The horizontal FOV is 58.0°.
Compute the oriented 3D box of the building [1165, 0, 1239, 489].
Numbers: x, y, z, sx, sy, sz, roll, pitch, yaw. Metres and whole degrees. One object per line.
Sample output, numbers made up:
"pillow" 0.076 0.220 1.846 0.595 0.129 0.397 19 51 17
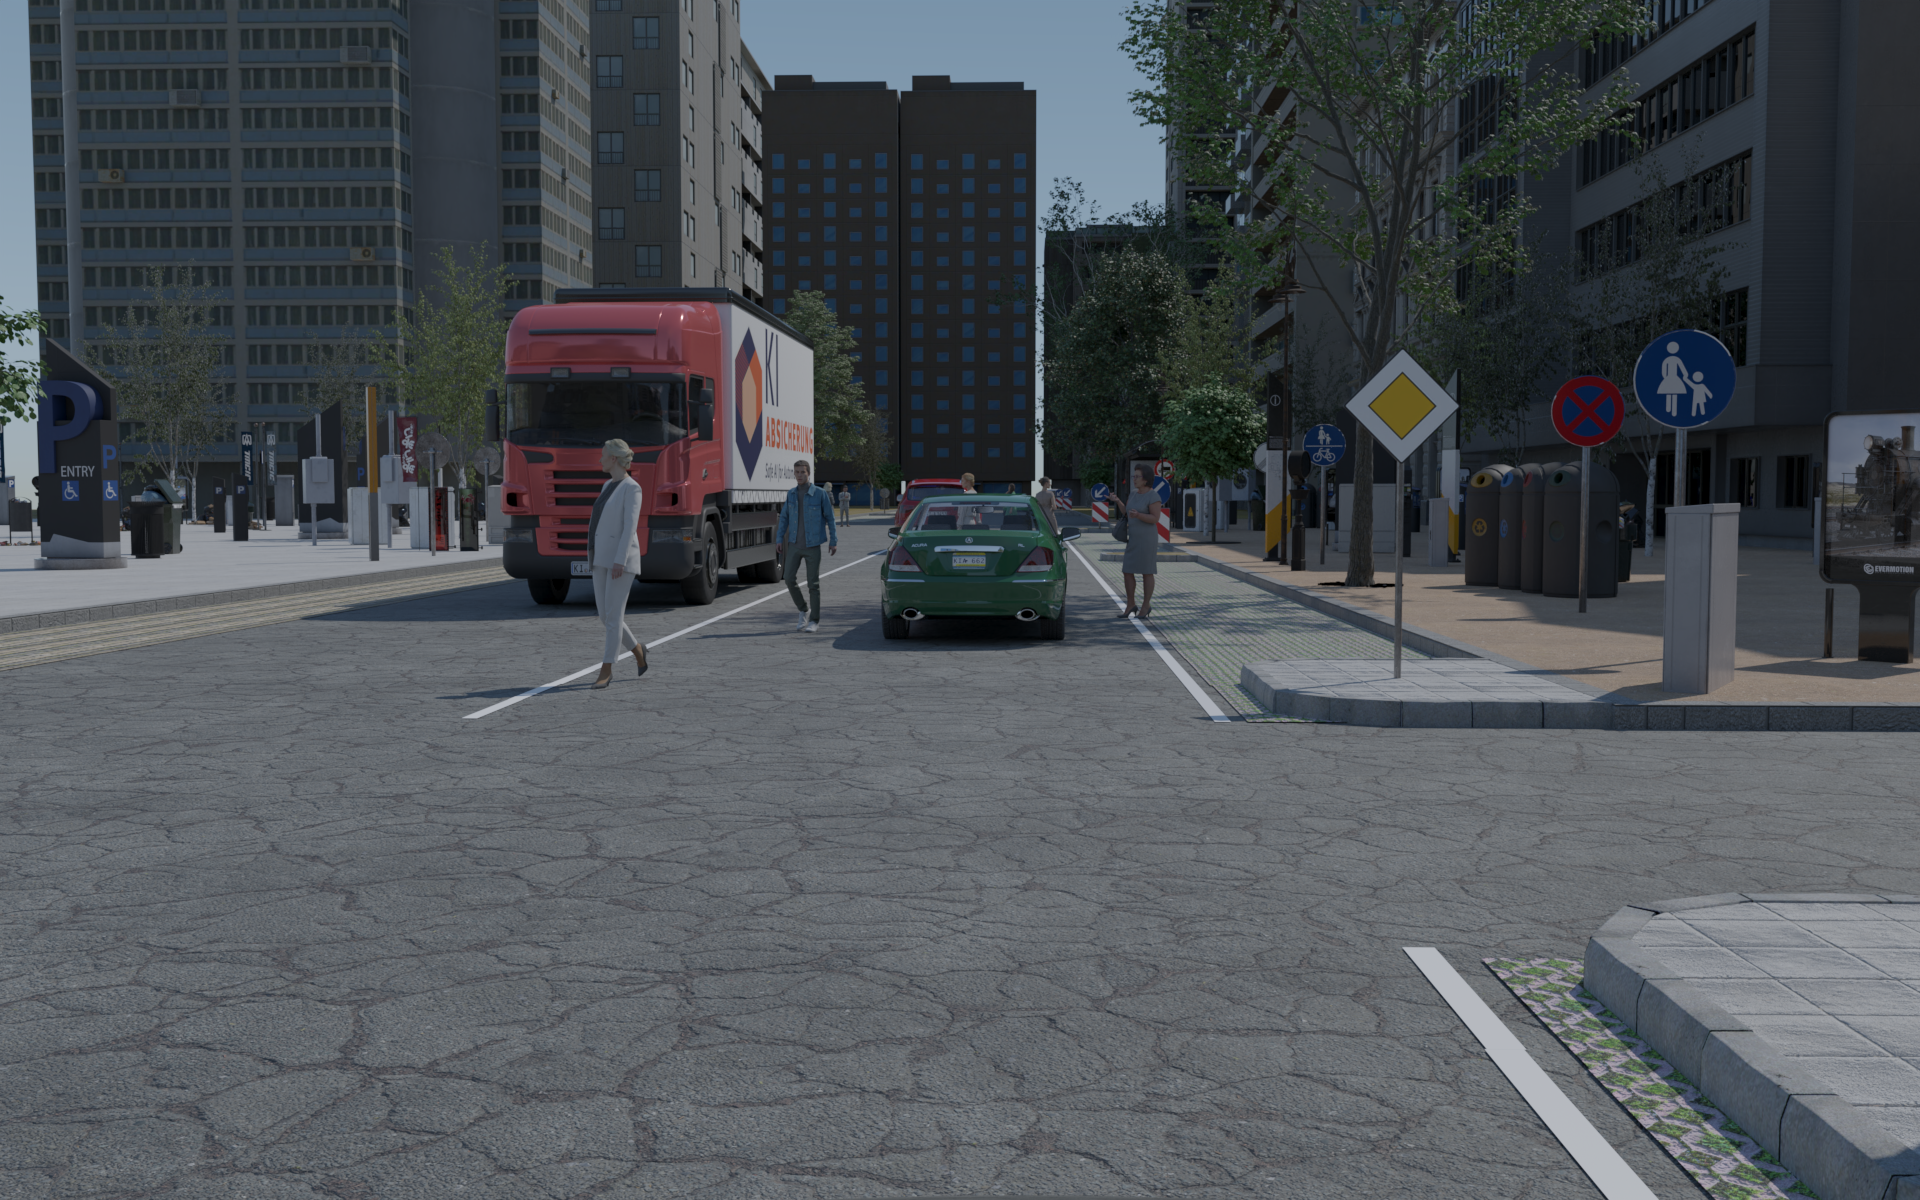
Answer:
"building" 33.531 -45.975 189.942 20.611 71.187 20.563 0 4 2

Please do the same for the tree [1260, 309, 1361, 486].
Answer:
"tree" 14.076 -7.266 69.158 4.360 8.622 3.978 0 3 0

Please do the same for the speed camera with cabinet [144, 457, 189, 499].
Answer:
"speed camera with cabinet" -39.418 -5.606 85.989 0.660 3.252 2.038 3 4 36

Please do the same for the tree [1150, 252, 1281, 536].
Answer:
"tree" 7.644 -6.277 52.993 4.737 8.622 4.395 0 3 0

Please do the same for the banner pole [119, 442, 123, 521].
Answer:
"banner pole" -40.640 -5.722 83.579 0.401 3.779 0.863 1 4 11

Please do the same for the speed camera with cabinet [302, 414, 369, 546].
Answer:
"speed camera with cabinet" -15.405 -3.009 43.537 2.038 3.252 0.660 -2 4 -28

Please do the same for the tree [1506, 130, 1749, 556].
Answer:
"tree" 14.188 -5.222 35.741 4.360 8.622 3.978 0 3 0

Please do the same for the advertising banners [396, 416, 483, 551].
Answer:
"advertising banners" -11.709 -2.614 38.926 2.074 3.025 0.090 1 4 13

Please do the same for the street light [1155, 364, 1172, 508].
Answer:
"street light" 6.872 -5.258 58.759 0.468 5.910 1.993 0 4 2

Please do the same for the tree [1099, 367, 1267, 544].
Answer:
"tree" 6.536 -3.753 45.082 4.285 4.588 4.351 0 3 0

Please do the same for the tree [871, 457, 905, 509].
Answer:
"tree" -6.523 -10.400 153.747 4.285 4.588 4.351 0 3 0

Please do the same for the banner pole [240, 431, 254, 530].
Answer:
"banner pole" -24.959 -4.343 61.026 0.401 3.779 0.863 2 4 29

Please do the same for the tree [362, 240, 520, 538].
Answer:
"tree" -14.609 -6.088 49.909 4.737 8.622 4.395 0 3 0

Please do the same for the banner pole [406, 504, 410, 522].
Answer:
"banner pole" -25.707 -5.561 80.931 0.401 3.779 0.863 2 4 24

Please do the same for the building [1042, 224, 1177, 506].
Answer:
"building" 16.025 -25.484 188.362 14.107 30.474 14.160 0 4 2

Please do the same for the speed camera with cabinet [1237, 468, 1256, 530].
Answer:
"speed camera with cabinet" 9.578 -4.149 62.172 2.038 3.252 0.660 3 4 38

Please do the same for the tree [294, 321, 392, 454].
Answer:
"tree" -26.613 -7.586 74.390 4.360 8.622 3.978 0 3 0

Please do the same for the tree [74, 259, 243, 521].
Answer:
"tree" -24.717 -6.319 53.685 4.360 8.622 3.978 0 3 0

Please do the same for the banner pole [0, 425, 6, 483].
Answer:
"banner pole" -27.059 -3.576 48.492 0.401 3.779 0.863 1 4 18

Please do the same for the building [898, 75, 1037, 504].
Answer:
"building" 1.132 -32.939 188.666 14.200 45.320 14.600 0 4 2

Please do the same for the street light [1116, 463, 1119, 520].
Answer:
"street light" 7.820 -6.913 85.816 0.468 5.910 1.993 0 4 2

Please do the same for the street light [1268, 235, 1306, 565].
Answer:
"street light" 5.854 -3.569 31.141 0.468 5.910 1.993 0 4 2

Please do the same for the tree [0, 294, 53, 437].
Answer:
"tree" -11.972 -2.156 18.967 4.285 4.588 4.351 0 3 0

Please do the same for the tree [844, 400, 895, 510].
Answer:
"tree" -7.035 -11.308 135.244 4.360 8.622 3.978 0 3 0

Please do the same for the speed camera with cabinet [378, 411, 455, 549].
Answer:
"speed camera with cabinet" -12.807 -2.846 40.871 2.038 3.252 0.660 2 4 35

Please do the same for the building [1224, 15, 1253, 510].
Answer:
"building" 32.848 -31.546 135.386 23.786 49.044 30.456 0 4 2

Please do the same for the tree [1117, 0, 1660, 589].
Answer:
"tree" 5.722 -5.989 23.680 9.928 11.665 9.643 0 3 0

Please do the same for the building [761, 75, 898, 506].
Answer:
"building" -13.364 -32.928 188.478 14.200 45.320 14.600 0 4 2

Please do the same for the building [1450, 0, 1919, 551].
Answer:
"building" 25.078 -14.204 51.304 14.314 24.678 30.058 0 4 2

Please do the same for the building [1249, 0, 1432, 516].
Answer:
"building" 30.482 -29.712 109.493 21.300 48.544 21.600 0 4 2

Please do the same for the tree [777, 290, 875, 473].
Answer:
"tree" -8.601 -10.889 96.159 7.486 12.596 7.792 0 3 0

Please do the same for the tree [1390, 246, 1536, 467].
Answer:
"tree" 14.918 -6.209 51.880 4.737 8.622 4.395 0 3 0

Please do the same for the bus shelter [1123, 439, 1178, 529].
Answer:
"bus shelter" 7.446 -4.462 66.872 2.014 3.302 5.546 0 4 2

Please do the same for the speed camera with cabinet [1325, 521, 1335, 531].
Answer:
"speed camera with cabinet" 13.230 -4.063 60.765 0.660 3.252 2.038 0 4 -5

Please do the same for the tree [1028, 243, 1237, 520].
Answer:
"tree" 7.795 -9.929 79.340 9.611 12.733 9.660 0 3 0

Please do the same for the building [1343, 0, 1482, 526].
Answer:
"building" 24.023 -15.136 76.351 11.050 23.489 19.941 0 4 2

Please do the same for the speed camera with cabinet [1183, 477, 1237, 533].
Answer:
"speed camera with cabinet" 8.332 -3.917 58.376 0.660 3.252 2.038 -2 4 -28

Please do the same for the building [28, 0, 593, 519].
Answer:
"building" -34.929 -24.972 100.179 32.217 40.220 23.993 0 4 2

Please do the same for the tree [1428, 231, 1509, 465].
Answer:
"tree" 14.845 -5.900 46.825 4.360 8.622 3.978 0 3 0

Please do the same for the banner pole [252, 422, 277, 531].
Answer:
"banner pole" -24.111 -4.306 60.420 0.863 3.779 0.401 2 4 28

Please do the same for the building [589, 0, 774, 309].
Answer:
"building" -34.488 -37.148 196.615 27.495 52.752 28.713 0 4 2
